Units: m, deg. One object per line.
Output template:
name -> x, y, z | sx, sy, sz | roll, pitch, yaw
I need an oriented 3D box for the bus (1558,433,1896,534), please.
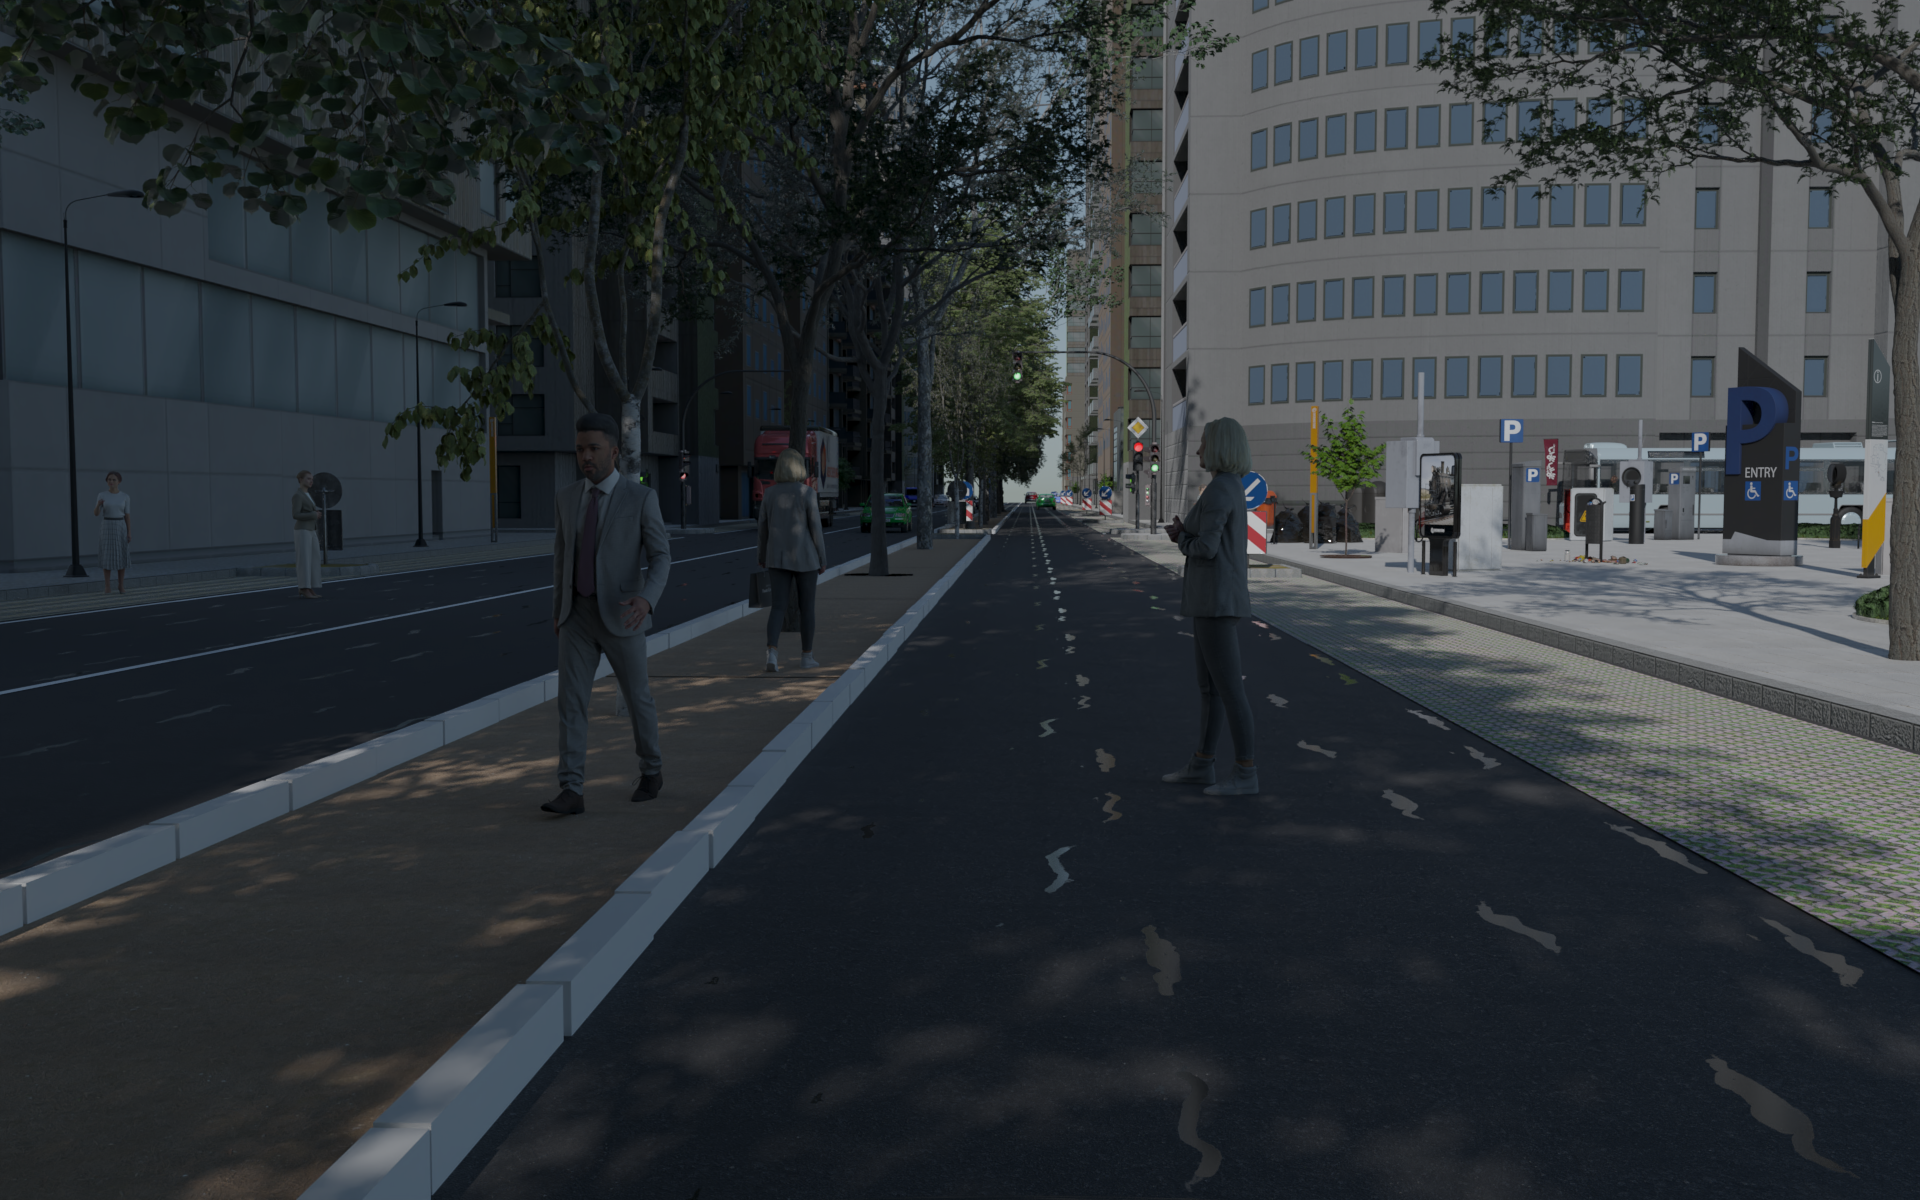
bus -> 26.494, -3.910, 58.781 | 13.247, 3.499, 2.948 | 0, 4, 1

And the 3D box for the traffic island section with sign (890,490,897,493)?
traffic island section with sign -> -6.220, -9.486, 163.724 | 1.989, 1.847, 2.006 | 0, 4, 2

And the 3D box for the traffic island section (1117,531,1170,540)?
traffic island section -> 6.169, -2.008, 55.117 | 2.009, 0.180, 2.903 | 0, 4, 2

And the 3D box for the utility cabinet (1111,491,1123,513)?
utility cabinet -> 10.364, -6.452, 114.166 | 0.318, 1.500, 1.173 | 3, 4, 38

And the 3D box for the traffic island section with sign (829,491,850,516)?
traffic island section with sign -> -8.226, -6.394, 113.172 | 1.989, 1.847, 2.006 | 0, 4, 2

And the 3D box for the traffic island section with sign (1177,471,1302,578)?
traffic island section with sign -> 4.862, -1.334, 30.436 | 1.989, 1.847, 2.006 | 0, 4, 2

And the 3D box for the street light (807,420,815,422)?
street light -> -9.764, -8.315, 108.485 | 1.470, 5.913, 1.316 | 0, 4, 2

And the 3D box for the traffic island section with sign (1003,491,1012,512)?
traffic island section with sign -> 3.157, -7.948, 138.086 | 2.006, 1.907, 1.989 | 0, 4, 2

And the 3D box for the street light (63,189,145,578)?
street light -> -13.128, -3.305, 26.579 | 1.470, 5.913, 1.316 | 0, 4, 2

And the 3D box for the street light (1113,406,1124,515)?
street light -> 9.030, -7.293, 91.786 | 1.470, 5.913, 1.316 | 0, 4, 2

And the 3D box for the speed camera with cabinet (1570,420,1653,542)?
speed camera with cabinet -> 17.516, -3.196, 46.590 | 0.660, 3.252, 2.038 | -3, 5, -44

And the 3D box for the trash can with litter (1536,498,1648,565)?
trash can with litter -> 11.946, -1.300, 32.308 | 1.678, 1.210, 2.233 | -1, 4, -10

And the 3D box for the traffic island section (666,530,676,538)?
traffic island section -> -10.509, -2.049, 55.783 | 2.009, 0.180, 2.903 | 0, 4, 2

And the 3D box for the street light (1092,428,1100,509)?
street light -> 10.251, -9.133, 121.873 | 1.470, 5.913, 1.316 | 0, 4, 2

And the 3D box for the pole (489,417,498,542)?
pole -> -12.382, -3.188, 45.960 | 0.158, 3.312, 0.155 | 0, 3, 0

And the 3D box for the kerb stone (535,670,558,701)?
kerb stone -> -2.884, 0.601, 12.383 | 0.120, 0.150, 1.000 | 0, 4, 2

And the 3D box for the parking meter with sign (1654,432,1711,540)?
parking meter with sign -> 20.176, -3.193, 48.470 | 1.738, 3.016, 0.543 | -2, 4, -31

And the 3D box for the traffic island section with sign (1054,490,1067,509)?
traffic island section with sign -> 10.099, -9.393, 162.198 | 1.989, 1.847, 2.006 | 0, 4, 2

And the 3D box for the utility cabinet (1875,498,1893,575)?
utility cabinet -> 15.145, -1.001, 27.521 | 1.020, 1.237, 0.306 | 0, 4, 8

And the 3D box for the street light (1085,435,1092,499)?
street light -> 10.868, -10.066, 137.116 | 1.470, 5.913, 1.316 | 0, 4, 2

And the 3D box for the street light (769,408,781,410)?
street light -> -10.346, -7.401, 93.555 | 1.470, 5.913, 1.316 | 0, 4, 2

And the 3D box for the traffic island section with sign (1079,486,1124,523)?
traffic island section with sign -> 7.069, -4.722, 85.830 | 1.989, 1.847, 2.006 | 0, 4, 2

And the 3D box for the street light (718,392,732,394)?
street light -> -11.013, -6.489, 78.629 | 1.470, 5.913, 1.316 | 0, 4, 2

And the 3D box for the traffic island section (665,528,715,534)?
traffic island section -> -10.192, -2.537, 63.761 | 2.009, 0.180, 2.903 | 0, 4, 2

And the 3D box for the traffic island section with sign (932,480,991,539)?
traffic island section with sign -> -0.124, -2.903, 55.605 | 2.006, 1.907, 1.989 | 0, 4, 2

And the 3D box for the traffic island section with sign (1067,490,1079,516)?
traffic island section with sign -> 8.143, -6.379, 112.925 | 1.989, 1.847, 2.006 | 0, 4, 2

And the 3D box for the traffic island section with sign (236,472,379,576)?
traffic island section with sign -> -11.509, -1.359, 30.854 | 1.989, 1.847, 2.006 | 0, 4, 2

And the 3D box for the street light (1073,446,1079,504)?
street light -> 12.061, -12.001, 168.757 | 1.470, 5.913, 1.316 | 0, 4, 2

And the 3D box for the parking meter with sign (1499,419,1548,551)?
parking meter with sign -> 12.883, -2.642, 39.458 | 0.543, 3.016, 1.738 | 0, 4, -6

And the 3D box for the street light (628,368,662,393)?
street light -> -11.617, -5.575, 63.700 | 1.470, 5.913, 1.316 | 0, 4, 2

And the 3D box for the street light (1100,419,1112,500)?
street light -> 9.572, -8.221, 106.947 | 1.470, 5.913, 1.316 | 0, 4, 2

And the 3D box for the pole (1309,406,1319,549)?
pole -> 8.218, -2.834, 40.182 | 0.158, 3.312, 0.155 | 0, 3, 0

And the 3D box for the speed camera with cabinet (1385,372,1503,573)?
speed camera with cabinet -> 8.046, -2.104, 28.734 | 2.038, 3.252, 0.660 | -2, 4, -25

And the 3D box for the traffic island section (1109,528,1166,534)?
traffic island section -> 6.486, -2.496, 63.096 | 2.009, 0.180, 2.903 | 0, 4, 2

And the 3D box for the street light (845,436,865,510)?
street light -> -8.630, -10.251, 140.141 | 1.470, 5.913, 1.316 | 0, 4, 2

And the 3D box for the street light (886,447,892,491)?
street light -> -7.391, -12.077, 169.997 | 1.470, 5.913, 1.316 | 0, 4, 2

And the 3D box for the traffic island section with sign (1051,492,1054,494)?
traffic island section with sign -> 11.204, -11.094, 190.020 | 1.989, 1.847, 2.006 | 0, 4, 2

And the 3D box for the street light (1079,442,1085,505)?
street light -> 11.588, -11.088, 153.823 | 1.470, 5.913, 1.316 | 0, 4, 2

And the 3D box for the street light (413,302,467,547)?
street light -> -12.582, -4.245, 41.947 | 1.470, 5.913, 1.316 | 0, 4, 2

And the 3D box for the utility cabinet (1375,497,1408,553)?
utility cabinet -> 9.523, -1.642, 38.008 | 0.306, 1.237, 1.020 | -1, 4, -21

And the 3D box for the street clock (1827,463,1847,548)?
street clock -> 20.732, -2.228, 40.995 | 0.358, 2.002, 0.471 | 0, 4, -1

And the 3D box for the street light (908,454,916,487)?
street light -> -6.180, -13.940, 200.452 | 1.470, 5.913, 1.316 | 0, 4, 2

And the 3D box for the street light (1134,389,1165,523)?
street light -> 8.402, -6.380, 76.858 | 1.470, 5.913, 1.316 | 0, 4, 2

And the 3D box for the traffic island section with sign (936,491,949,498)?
traffic island section with sign -> -2.951, -14.515, 245.945 | 1.989, 1.847, 2.006 | 0, 4, 2

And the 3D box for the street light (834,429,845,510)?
street light -> -9.203, -9.235, 123.532 | 1.470, 5.913, 1.316 | 0, 4, 2

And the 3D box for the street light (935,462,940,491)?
street light -> -3.509, -18.109, 268.621 | 1.470, 5.913, 1.316 | 0, 4, 2

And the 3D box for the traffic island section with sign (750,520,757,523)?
traffic island section with sign -> -9.313, -4.730, 85.967 | 1.989, 1.847, 2.006 | 0, 4, 2

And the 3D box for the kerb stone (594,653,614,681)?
kerb stone -> -2.840, 0.538, 13.404 | 0.120, 0.150, 1.000 | 0, 4, 2

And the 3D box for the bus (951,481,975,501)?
bus -> 0.406, -14.886, 238.241 | 2.948, 3.499, 13.247 | 0, 4, 4

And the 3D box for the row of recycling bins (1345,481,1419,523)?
row of recycling bins -> 13.340, -2.851, 53.720 | 1.069, 1.692, 3.534 | -2, 4, -34
